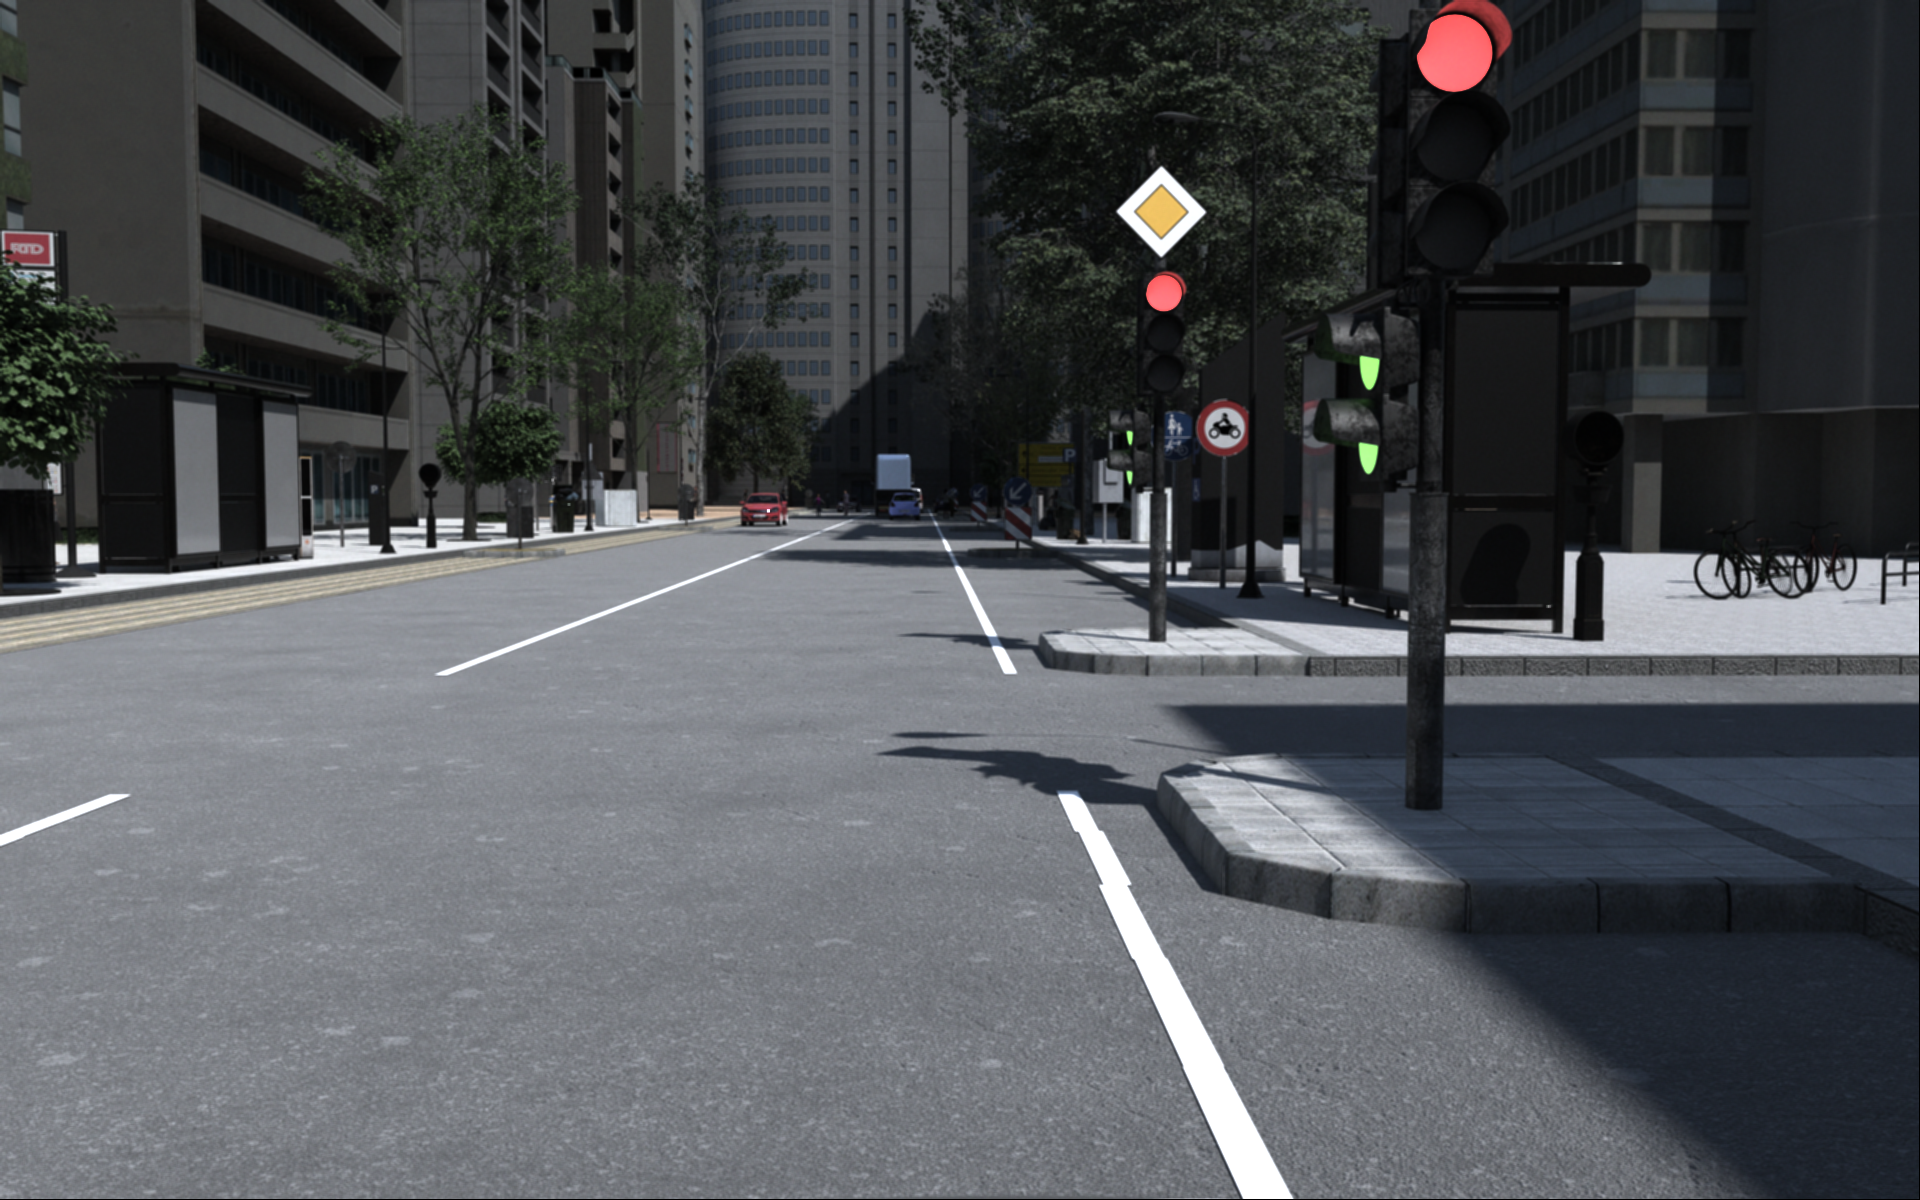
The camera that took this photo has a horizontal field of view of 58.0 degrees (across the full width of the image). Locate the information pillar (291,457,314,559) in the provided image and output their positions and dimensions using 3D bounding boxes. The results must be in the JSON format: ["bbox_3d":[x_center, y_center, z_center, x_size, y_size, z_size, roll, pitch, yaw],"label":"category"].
[{"bbox_3d":[-13.032,-1.821,34.271,0.304,2.012,0.304,2,4,31],"label":"information pillar"}]

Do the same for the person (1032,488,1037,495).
[{"bbox_3d":[5.364,-7.040,121.835,1.217,1.739,0.721,0,4,5],"label":"person"}]

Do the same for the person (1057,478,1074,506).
[{"bbox_3d":[3.401,-3.114,57.147,0.709,1.800,0.728,1,4,22],"label":"person"}]

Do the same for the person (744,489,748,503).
[{"bbox_3d":[-20.577,-9.713,165.676,0.721,1.723,1.217,-1,4,-11],"label":"person"}]

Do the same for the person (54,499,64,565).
[{"bbox_3d":[-16.444,-1.264,31.386,0.373,1.253,0.362,1,4,13],"label":"person"}]

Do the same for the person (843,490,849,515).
[{"bbox_3d":[-7.729,-6.609,117.480,0.541,1.710,0.530,-2,4,-31],"label":"person"}]

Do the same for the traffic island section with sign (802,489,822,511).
[{"bbox_3d":[-12.470,-8.254,143.581,1.989,1.847,2.006,0,4,-1],"label":"traffic island section with sign"}]

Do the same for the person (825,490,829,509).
[{"bbox_3d":[-12.567,-9.498,163.868,0.705,1.814,1.350,-1,4,-16],"label":"person"}]

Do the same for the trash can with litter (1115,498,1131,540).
[{"bbox_3d":[4.807,-2.253,48.219,0.624,1.170,1.055,-3,4,-39],"label":"trash can with litter"}]

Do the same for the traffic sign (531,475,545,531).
[{"bbox_3d":[-14.723,-3.681,60.287,0.768,2.556,0.104,0,4,-1],"label":"traffic sign"}]

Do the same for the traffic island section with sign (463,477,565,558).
[{"bbox_3d":[-10.127,-1.894,39.594,1.989,1.847,2.006,0,4,-1],"label":"traffic island section with sign"}]

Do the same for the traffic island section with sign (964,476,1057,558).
[{"bbox_3d":[1.182,-1.909,39.838,1.989,1.847,2.006,0,4,-1],"label":"traffic island section with sign"}]

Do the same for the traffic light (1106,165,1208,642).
[{"bbox_3d":[1.701,-1.593,14.962,0.839,4.253,0.868,0,4,-1],"label":"traffic light"}]

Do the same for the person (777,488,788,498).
[{"bbox_3d":[-15.720,-8.898,151.538,1.348,1.823,0.705,-1,4,-13],"label":"person"}]

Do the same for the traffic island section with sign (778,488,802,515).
[{"bbox_3d":[-11.870,-6.606,116.632,1.989,1.847,2.006,0,4,-1],"label":"traffic island section with sign"}]

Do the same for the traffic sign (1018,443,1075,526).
[{"bbox_3d":[3.410,-4.563,68.479,2.265,3.308,0.079,0,4,4],"label":"traffic sign"}]

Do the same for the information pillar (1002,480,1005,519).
[{"bbox_3d":[2.318,-5.080,87.542,0.304,2.012,0.304,-2,4,-24],"label":"information pillar"}]

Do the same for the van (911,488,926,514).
[{"bbox_3d":[-3.453,-7.232,125.253,2.013,2.044,4.112,0,4,-1],"label":"van"}]

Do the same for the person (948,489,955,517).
[{"bbox_3d":[-0.603,-6.077,108.590,0.721,1.736,1.217,1,4,16],"label":"person"}]

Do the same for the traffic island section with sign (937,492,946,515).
[{"bbox_3d":[-0.560,-6.638,117.155,1.989,1.847,2.006,0,4,-1],"label":"traffic island section with sign"}]

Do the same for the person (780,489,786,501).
[{"bbox_3d":[-10.463,-5.681,102.304,0.530,1.710,0.541,2,4,35],"label":"person"}]

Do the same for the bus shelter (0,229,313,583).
[{"bbox_3d":[-13.495,-3.145,29.053,2.179,5.291,8.768,0,4,-1],"label":"bus shelter"}]

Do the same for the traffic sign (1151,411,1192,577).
[{"bbox_3d":[3.303,-1.626,26.694,0.768,2.556,0.104,0,4,2],"label":"traffic sign"}]

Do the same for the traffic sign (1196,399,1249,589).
[{"bbox_3d":[3.561,-1.425,23.399,0.768,2.556,0.104,0,3,0],"label":"traffic sign"}]

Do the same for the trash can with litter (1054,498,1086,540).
[{"bbox_3d":[3.125,-2.272,48.532,0.624,1.170,1.055,-3,5,-40],"label":"trash can with litter"}]

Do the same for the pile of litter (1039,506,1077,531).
[{"bbox_3d":[3.494,-2.908,61.507,1.719,0.858,1.176,-2,4,-34],"label":"pile of litter"}]

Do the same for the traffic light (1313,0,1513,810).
[{"bbox_3d":[1.881,-1.104,6.979,0.839,4.253,0.868,0,4,-1],"label":"traffic light"}]

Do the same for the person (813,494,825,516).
[{"bbox_3d":[-9.226,-6.216,113.356,0.991,1.433,0.599,-3,5,-45],"label":"person"}]

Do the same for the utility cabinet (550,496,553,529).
[{"bbox_3d":[-14.853,-3.224,63.880,0.306,1.237,1.020,0,4,2],"label":"utility cabinet"}]

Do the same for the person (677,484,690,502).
[{"bbox_3d":[-14.028,-5.014,88.119,0.694,1.812,0.767,-1,4,-12],"label":"person"}]

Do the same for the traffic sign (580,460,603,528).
[{"bbox_3d":[-14.017,-4.027,65.838,0.884,2.594,0.081,0,4,-1],"label":"traffic sign"}]

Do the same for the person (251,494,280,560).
[{"bbox_3d":[-13.618,-1.670,33.901,0.519,1.759,0.362,-1,4,-23],"label":"person"}]

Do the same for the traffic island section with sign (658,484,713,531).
[{"bbox_3d":[-10.781,-3.646,68.244,1.989,1.847,2.006,0,4,-1],"label":"traffic island section with sign"}]

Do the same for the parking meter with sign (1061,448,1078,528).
[{"bbox_3d":[4.008,-4.192,64.794,0.543,3.016,1.738,1,4,11],"label":"parking meter with sign"}]

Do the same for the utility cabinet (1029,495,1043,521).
[{"bbox_3d":[3.618,-4.390,82.934,0.306,1.237,1.020,-2,4,-25],"label":"utility cabinet"}]

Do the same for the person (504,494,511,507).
[{"bbox_3d":[-21.971,-4.754,84.040,0.520,1.790,0.573,2,4,26],"label":"person"}]

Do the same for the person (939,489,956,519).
[{"bbox_3d":[-0.754,-5.607,100.966,1.217,1.735,0.721,3,4,38],"label":"person"}]

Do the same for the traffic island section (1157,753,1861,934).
[{"bbox_3d":[1.921,0.929,7.094,2.009,0.180,2.903,0,4,-1],"label":"traffic island section"}]

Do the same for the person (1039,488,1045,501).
[{"bbox_3d":[4.378,-5.443,95.744,0.721,1.736,1.217,2,4,35],"label":"person"}]

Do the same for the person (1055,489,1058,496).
[{"bbox_3d":[8.977,-9.569,163.024,0.721,1.766,1.217,-2,4,-33],"label":"person"}]

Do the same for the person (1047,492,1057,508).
[{"bbox_3d":[5.852,-5.971,106.936,1.065,1.426,0.557,1,4,17],"label":"person"}]

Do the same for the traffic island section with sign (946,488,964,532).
[{"bbox_3d":[0.585,-3.557,66.786,1.989,1.847,2.006,0,4,-1],"label":"traffic island section with sign"}]

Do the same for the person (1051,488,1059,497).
[{"bbox_3d":[6.978,-7.079,121.420,1.348,1.869,0.705,0,4,2],"label":"person"}]

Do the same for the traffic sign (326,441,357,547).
[{"bbox_3d":[-14.924,-2.549,41.777,0.768,2.556,0.104,0,4,4],"label":"traffic sign"}]

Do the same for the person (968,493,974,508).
[{"bbox_3d":[1.049,-9.558,163.782,0.593,1.643,0.415,0,4,-8],"label":"person"}]

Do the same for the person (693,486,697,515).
[{"bbox_3d":[-16.136,-6.099,106.298,0.617,1.759,0.750,-2,4,-33],"label":"person"}]

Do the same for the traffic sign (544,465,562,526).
[{"bbox_3d":[-14.251,-3.580,60.668,0.606,2.300,0.079,0,4,-1],"label":"traffic sign"}]

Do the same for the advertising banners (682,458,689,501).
[{"bbox_3d":[-13.619,-5.478,85.745,0.090,3.025,2.074,0,4,1],"label":"advertising banners"}]

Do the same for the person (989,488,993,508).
[{"bbox_3d":[2.895,-9.443,160.571,0.705,1.807,1.348,0,4,-4],"label":"person"}]

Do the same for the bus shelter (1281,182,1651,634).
[{"bbox_3d":[5.122,-2.594,20.041,2.179,5.291,8.768,0,4,-1],"label":"bus shelter"}]
